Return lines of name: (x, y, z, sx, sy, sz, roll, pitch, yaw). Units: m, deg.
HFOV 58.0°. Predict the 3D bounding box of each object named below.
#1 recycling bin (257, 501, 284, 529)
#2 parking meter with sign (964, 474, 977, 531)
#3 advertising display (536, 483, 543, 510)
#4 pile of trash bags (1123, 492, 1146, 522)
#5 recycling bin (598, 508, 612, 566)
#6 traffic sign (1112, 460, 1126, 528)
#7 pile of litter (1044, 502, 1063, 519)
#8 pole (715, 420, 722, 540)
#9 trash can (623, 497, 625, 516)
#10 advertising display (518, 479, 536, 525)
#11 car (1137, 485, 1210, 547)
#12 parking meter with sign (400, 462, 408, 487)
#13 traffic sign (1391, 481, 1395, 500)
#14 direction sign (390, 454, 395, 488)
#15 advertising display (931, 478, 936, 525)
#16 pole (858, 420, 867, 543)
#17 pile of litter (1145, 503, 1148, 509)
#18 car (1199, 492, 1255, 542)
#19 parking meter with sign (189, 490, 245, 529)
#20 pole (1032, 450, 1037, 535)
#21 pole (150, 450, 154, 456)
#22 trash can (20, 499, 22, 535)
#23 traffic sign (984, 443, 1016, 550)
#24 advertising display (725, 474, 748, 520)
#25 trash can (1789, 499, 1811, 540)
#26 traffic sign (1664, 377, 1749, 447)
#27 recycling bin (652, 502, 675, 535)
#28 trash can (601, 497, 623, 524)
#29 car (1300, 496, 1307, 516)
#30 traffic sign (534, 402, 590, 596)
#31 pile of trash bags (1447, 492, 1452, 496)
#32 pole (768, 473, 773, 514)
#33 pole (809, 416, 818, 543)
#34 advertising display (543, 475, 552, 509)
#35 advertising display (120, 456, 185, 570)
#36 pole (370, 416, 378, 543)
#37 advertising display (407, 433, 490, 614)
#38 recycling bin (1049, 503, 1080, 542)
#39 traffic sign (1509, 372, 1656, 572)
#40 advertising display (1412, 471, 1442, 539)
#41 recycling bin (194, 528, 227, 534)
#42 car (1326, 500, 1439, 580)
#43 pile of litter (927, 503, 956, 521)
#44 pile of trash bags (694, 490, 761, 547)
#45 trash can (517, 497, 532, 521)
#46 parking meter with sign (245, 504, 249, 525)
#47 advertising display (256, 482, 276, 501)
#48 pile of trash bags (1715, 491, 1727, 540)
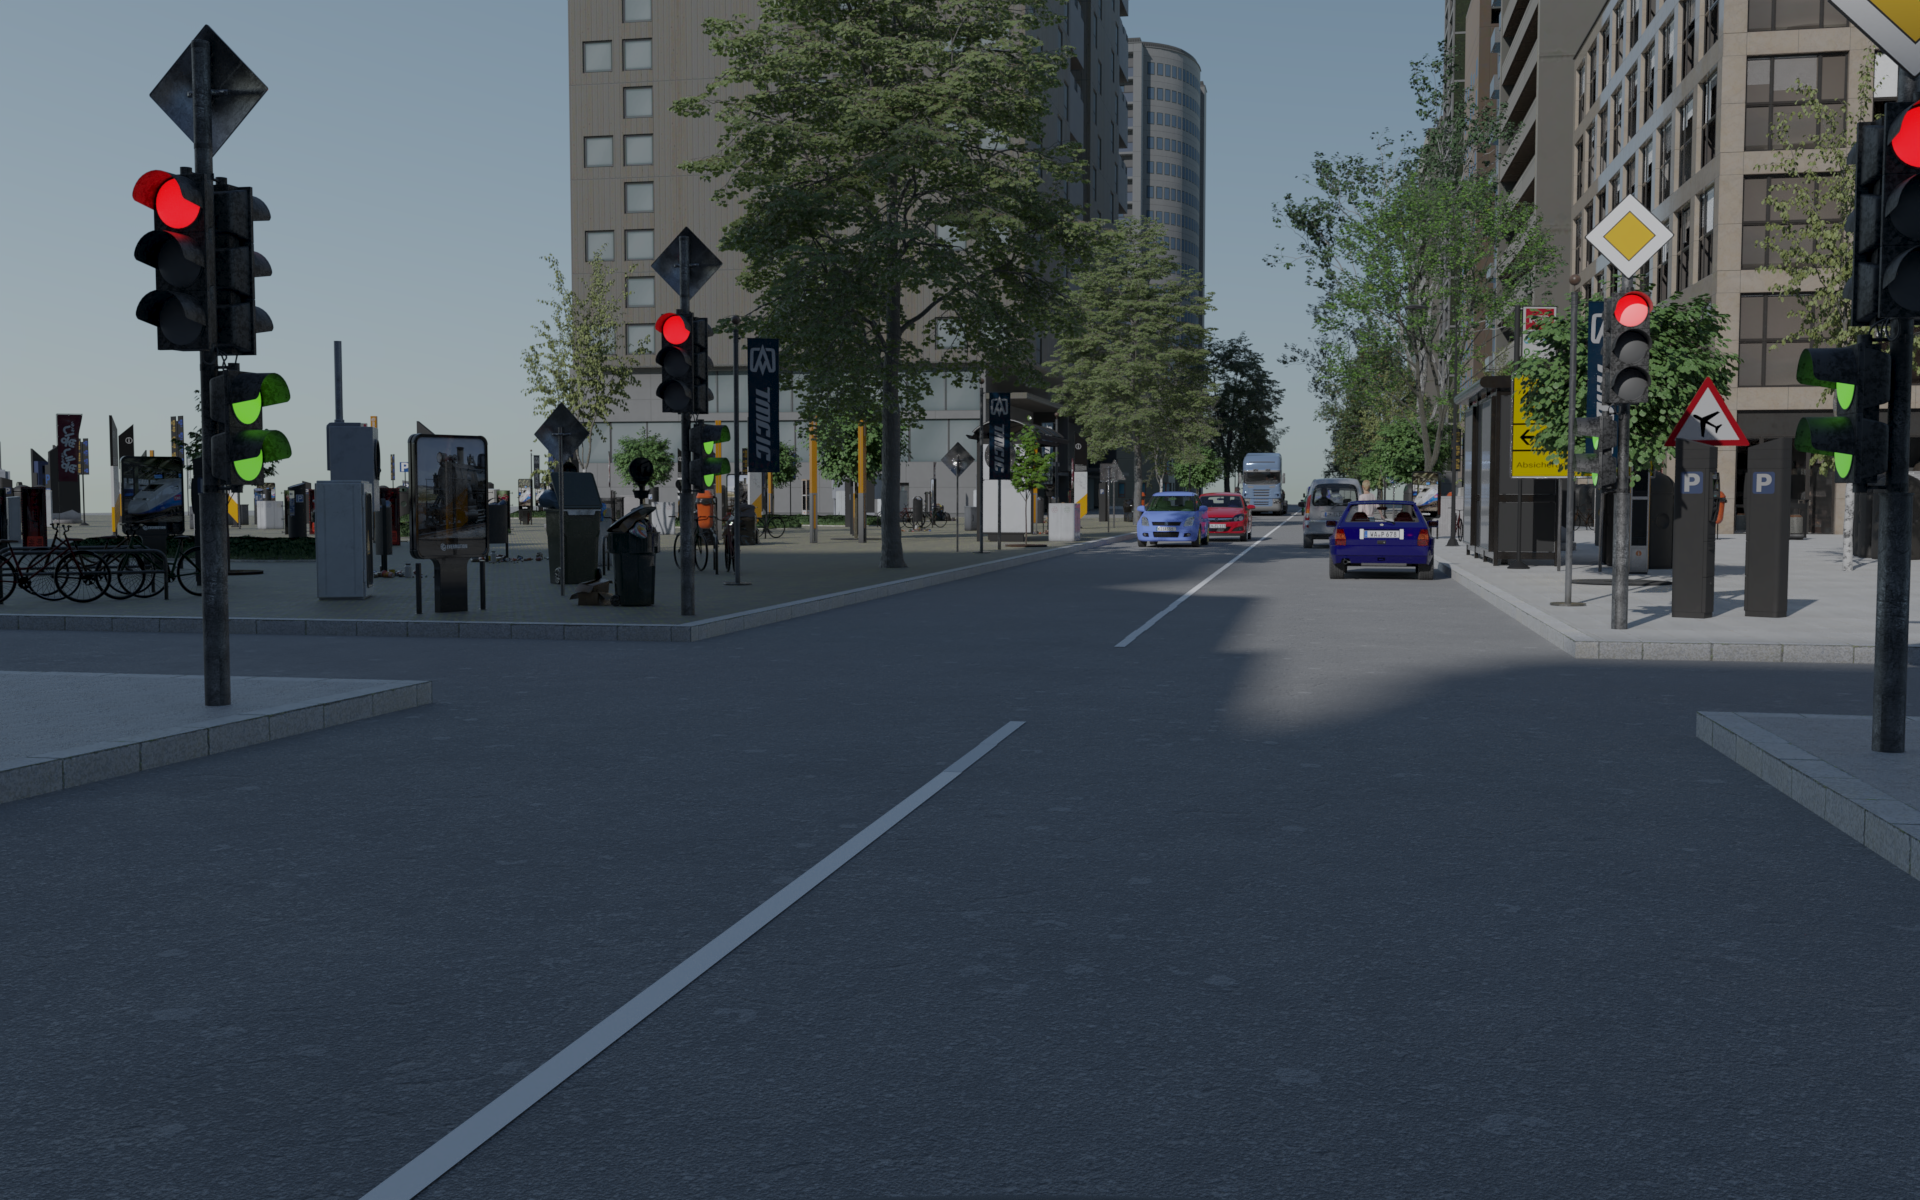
recycling bin: (-25.321, -3.122, 63.600, 0.722, 1.027, 0.722, -3, 5, -44)
parking meter with sign: (0.914, -3.953, 60.891, 1.738, 3.016, 0.543, -3, 5, -42)
advertising display: (-23.883, -5.714, 98.641, 0.974, 1.923, 0.123, 3, 5, 44)
pile of trash bags: (8.503, -4.319, 80.361, 1.912, 1.369, 3.447, 0, 3, 0)
recycling bin: (-6.714, -1.124, 30.937, 0.722, 1.027, 0.722, 2, 4, 29)
traffic sign: (5.808, -3.993, 65.284, 0.884, 2.594, 0.081, 1, 4, 18)
pile of litter: (5.179, -4.573, 88.741, 1.719, 0.858, 1.176, 2, 4, 32)
pole: (-6.674, -3.305, 47.879, 0.158, 3.312, 0.155, 0, 3, 0)
trash can: (-17.241, -4.626, 87.293, 0.748, 1.137, 0.748, 0, 3, 0)
advertising display: (-18.146, -4.107, 72.358, 0.974, 1.923, 0.123, 3, 5, 45)
car: (5.901, -2.334, 47.746, 1.945, 1.707, 3.694, 1, 4, 13)
parking meter with sign: (-30.316, -6.043, 95.060, 0.543, 3.016, 1.738, -1, 4, -10)
traffic sign: (21.012, -5.124, 83.880, 0.768, 2.556, 0.104, 1, 4, 12)
direction sign: (-32.193, -6.505, 98.353, 0.379, 3.537, 0.876, -2, 4, -31)
advertising display: (-1.091, -4.053, 71.478, 0.123, 1.923, 0.974, 0, 4, -8)
pole: (-2.558, -3.151, 45.363, 0.158, 3.312, 0.155, 0, 3, 0)
pile of litter: (9.070, -4.429, 86.381, 1.176, 0.858, 1.719, 1, 4, 20)
car: (8.065, -2.723, 53.561, 2.155, 1.783, 4.494, 1, 4, 12)
parking meter with sign: (-27.170, -4.091, 63.150, 1.738, 3.016, 0.543, -1, 4, -11)
pole: (2.340, -3.690, 54.172, 0.158, 3.312, 0.155, 0, 3, 0)
pole: (-37.449, -5.292, 80.363, 0.158, 3.312, 0.155, 0, 3, 0)
trash can: (-29.368, -2.608, 54.298, 0.748, 1.137, 0.748, 0, 3, 0)
traffic sign: (0.908, -2.432, 39.875, 0.768, 2.556, 0.104, 1, 4, 21)
advertising display: (-6.945, -3.044, 54.981, 0.974, 1.923, 0.123, -1, 4, -18)
trash can: (23.329, -2.247, 48.387, 0.748, 1.137, 0.748, 0, 3, 0)
traffic sign: (8.299, -1.181, 19.306, 0.884, 2.594, 0.081, 1, 4, 14)
recycling bin: (-9.393, -2.587, 54.852, 0.722, 1.027, 0.722, -1, 4, -10)
trash can: (-14.084, -3.524, 69.271, 0.748, 1.137, 0.748, 0, 3, 0)
car: (23.889, -6.383, 116.158, 2.131, 1.459, 4.920, 1, 4, 13)
traffic sign: (-5.017, -1.262, 21.812, 0.795, 2.450, 0.064, 1, 4, 18)
pile of trash bags: (23.329, -4.130, 77.282, 3.447, 1.369, 1.912, -1, 4, -11)
pole: (-8.752, -5.266, 79.937, 0.158, 3.312, 0.155, 0, 3, 0)
pole: (-3.812, -3.131, 45.038, 0.158, 3.312, 0.155, 0, 3, 0)
advertising display: (-13.054, -3.135, 56.474, 0.974, 1.923, 0.123, 1, 4, 19)
advertising display: (-13.726, -1.483, 29.466, 0.974, 1.923, 0.123, -2, 4, -34)
pole: (-15.300, -3.148, 45.312, 0.158, 3.312, 0.155, 0, 3, 0)
advertising display: (-5.543, -0.832, 18.818, 0.123, 1.923, 0.974, 3, 4, 36)
recycling bin: (2.840, -2.109, 47.031, 0.722, 1.027, 0.722, 1, 4, 18)
traffic sign: (10.249, -2.121, 28.556, 2.265, 3.308, 0.079, 1, 4, 19)
advertising display: (13.319, -2.708, 49.485, 0.123, 1.923, 0.974, -2, 4, -34)
recycling bin: (-20.155, -2.081, 46.585, 0.722, 1.027, 0.722, -2, 4, -35)
car: (7.383, -1.085, 30.325, 1.945, 1.354, 3.894, 1, 4, 14)
pile of litter: (-0.937, -4.196, 82.566, 1.719, 0.858, 1.176, 2, 4, 32)
pile of trash bags: (-6.064, -2.054, 43.340, 1.912, 1.369, 3.447, 0, 4, 2)
trash can: (-20.645, -4.317, 82.228, 0.748, 1.137, 0.748, 0, 3, 0)
parking meter with sign: (-30.089, -4.576, 71.083, 0.543, 3.016, 1.738, 2, 4, 31)
advertising display: (-38.336, -5.535, 95.703, 0.974, 1.923, 0.123, -2, 4, -26)
pile of trash bags: (20.077, -2.423, 49.365, 3.447, 1.369, 1.912, 3, 5, 44)
